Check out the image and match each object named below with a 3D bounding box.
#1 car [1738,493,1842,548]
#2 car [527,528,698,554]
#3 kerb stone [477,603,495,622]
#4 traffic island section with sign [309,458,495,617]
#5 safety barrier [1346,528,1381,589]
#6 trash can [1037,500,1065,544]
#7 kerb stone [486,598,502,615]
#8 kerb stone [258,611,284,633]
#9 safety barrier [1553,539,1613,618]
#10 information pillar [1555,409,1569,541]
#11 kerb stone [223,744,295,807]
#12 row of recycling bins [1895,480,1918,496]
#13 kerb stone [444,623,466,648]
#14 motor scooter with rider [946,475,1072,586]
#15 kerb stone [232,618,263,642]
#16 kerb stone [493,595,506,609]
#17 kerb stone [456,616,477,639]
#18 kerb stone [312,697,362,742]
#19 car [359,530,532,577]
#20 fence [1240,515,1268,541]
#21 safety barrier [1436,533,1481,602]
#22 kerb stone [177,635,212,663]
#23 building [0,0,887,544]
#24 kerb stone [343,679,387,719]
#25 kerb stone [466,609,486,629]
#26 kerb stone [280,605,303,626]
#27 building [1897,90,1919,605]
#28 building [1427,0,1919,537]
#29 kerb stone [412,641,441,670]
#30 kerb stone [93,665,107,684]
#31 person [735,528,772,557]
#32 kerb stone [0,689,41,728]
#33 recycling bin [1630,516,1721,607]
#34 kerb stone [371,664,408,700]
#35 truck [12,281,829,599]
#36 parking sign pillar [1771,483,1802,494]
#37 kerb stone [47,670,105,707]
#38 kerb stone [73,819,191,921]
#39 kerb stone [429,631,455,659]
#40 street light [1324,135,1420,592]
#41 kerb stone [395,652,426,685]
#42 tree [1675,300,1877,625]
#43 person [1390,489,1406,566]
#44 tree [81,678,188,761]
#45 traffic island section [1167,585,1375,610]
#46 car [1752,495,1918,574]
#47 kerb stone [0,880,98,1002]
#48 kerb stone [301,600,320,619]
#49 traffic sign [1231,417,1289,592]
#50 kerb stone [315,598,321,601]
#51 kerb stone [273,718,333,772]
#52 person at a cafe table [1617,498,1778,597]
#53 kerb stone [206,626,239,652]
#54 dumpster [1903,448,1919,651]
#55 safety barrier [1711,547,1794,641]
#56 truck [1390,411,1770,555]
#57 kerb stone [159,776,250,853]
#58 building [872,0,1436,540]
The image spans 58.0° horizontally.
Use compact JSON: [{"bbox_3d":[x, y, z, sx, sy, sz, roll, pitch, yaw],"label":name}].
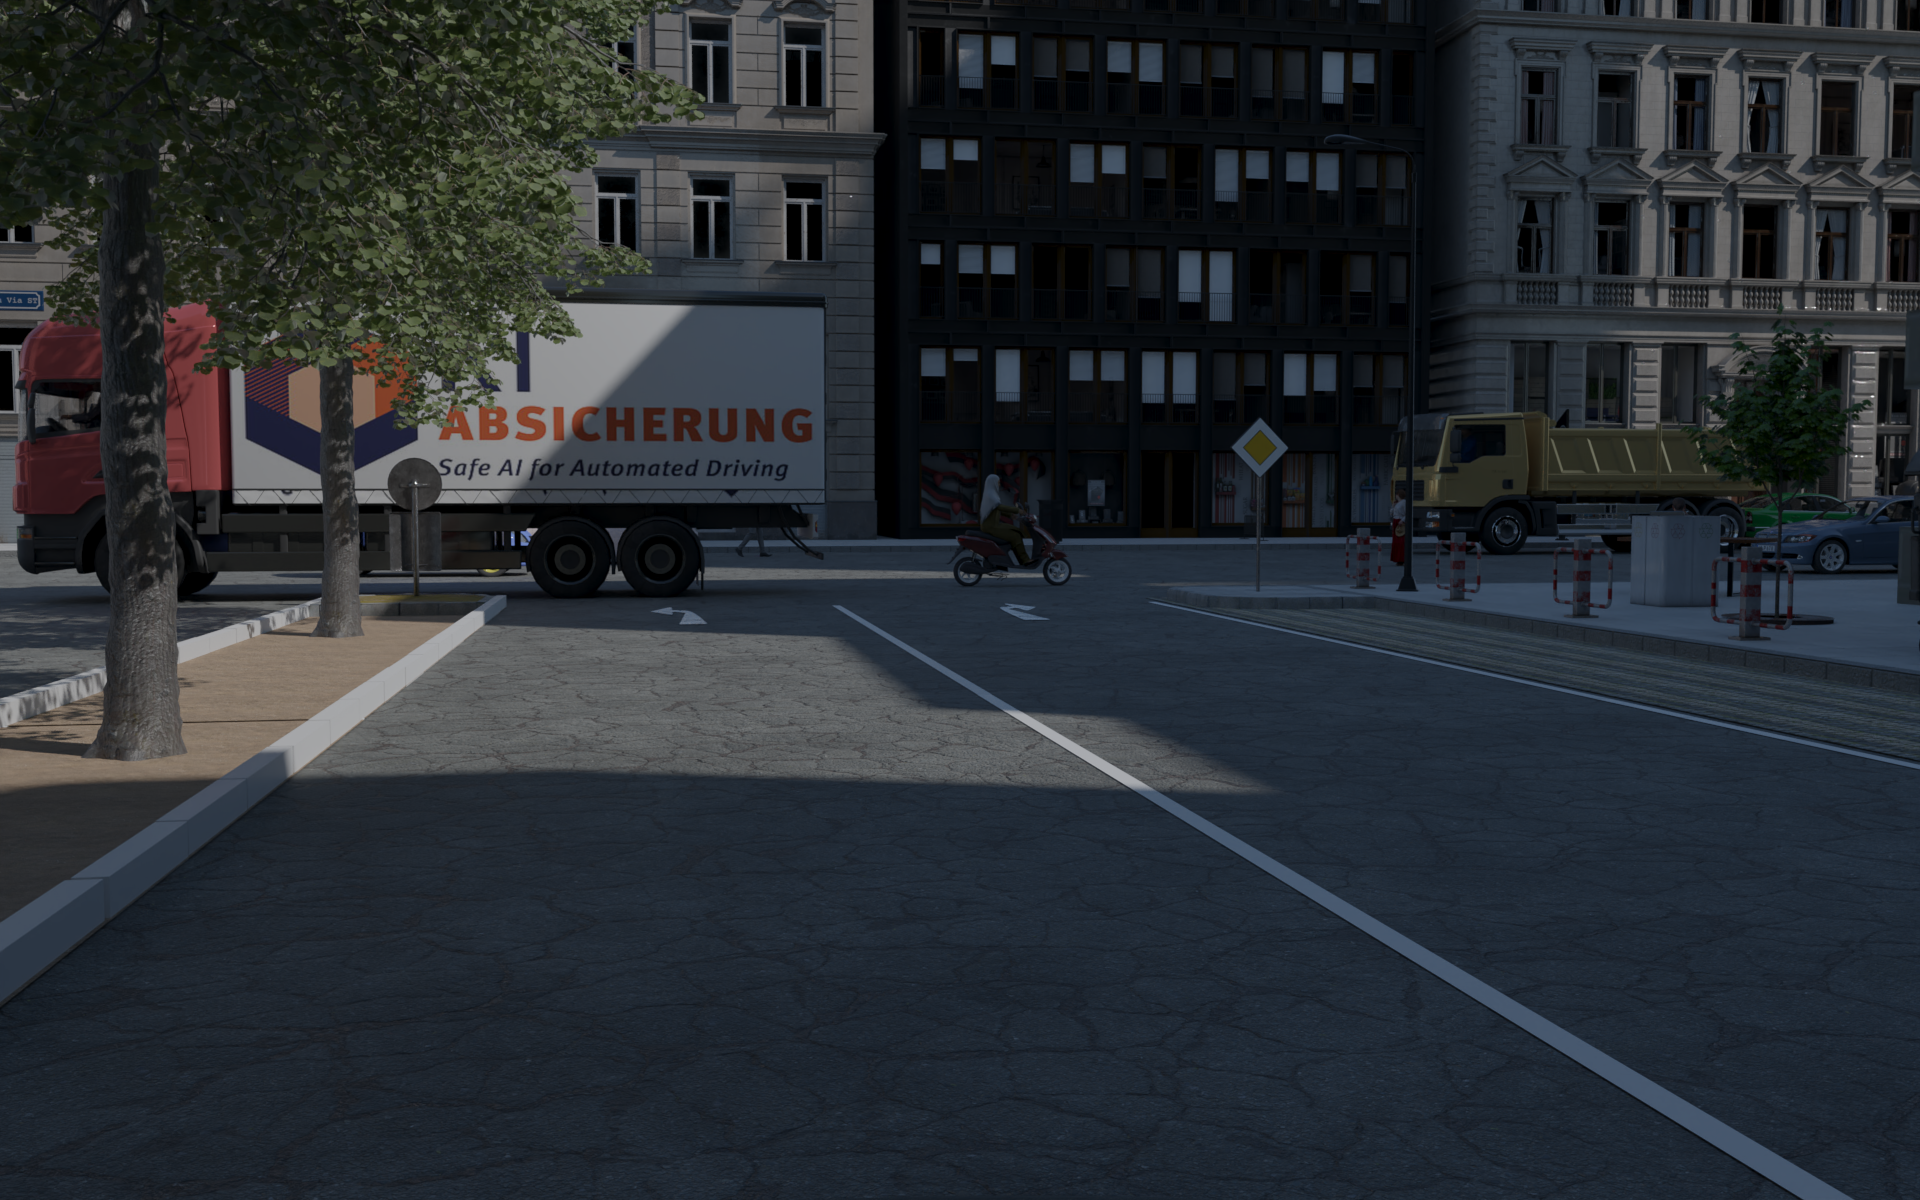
[{"bbox_3d":[22.097,-2.227,45.213,4.718,1.807,1.959,-1,4,-12],"label":"car"},{"bbox_3d":[-7.856,-1.433,35.795,4.827,1.381,2.083,-1,4,-9],"label":"car"},{"bbox_3d":[-5.352,0.170,19.417,0.120,0.150,1.000,-1,4,-10],"label":"kerb stone"},{"bbox_3d":[-6.735,-0.796,21.147,2.006,1.907,1.989,-1,4,-10],"label":"traffic island section with sign"},{"bbox_3d":[5.468,-0.564,23.490,0.300,0.817,1.120,-1,4,-10],"label":"safety barrier"},{"bbox_3d":[2.332,-2.013,44.564,0.748,1.137,0.748,0,3,0],"label":"trash can"},{"bbox_3d":[-5.534,0.108,20.427,0.120,0.150,1.000,-1,4,-10],"label":"kerb stone"},{"bbox_3d":[-7.241,0.253,18.062,0.120,0.150,1.000,-1,4,-10],"label":"kerb stone"},{"bbox_3d":[6.454,-0.226,17.970,0.300,0.817,1.120,-1,4,-10],"label":"safety barrier"},{"bbox_3d":[16.591,-3.451,47.785,0.183,3.616,0.504,-1,4,-21],"label":"information pillar"},{"bbox_3d":[-3.366,0.849,8.308,0.120,0.150,1.000,-1,4,-10],"label":"kerb stone"},{"bbox_3d":[29.921,-2.738,51.875,3.534,1.692,1.069,1,4,10],"label":"row of recycling bins"},{"bbox_3d":[-4.811,0.356,16.390,0.120,0.150,1.000,-1,4,-10],"label":"kerb stone"},{"bbox_3d":[0.778,-1.099,26.937,1.986,1.779,0.876,-1,4,-9],"label":"motor scooter with rider"},{"bbox_3d":[-7.065,0.315,17.052,0.120,0.150,1.000,-1,4,-10],"label":"kerb stone"},{"bbox_3d":[-5.719,0.046,21.441,0.120,0.150,1.000,-1,4,-10],"label":"kerb stone"},{"bbox_3d":[-4.995,0.295,17.399,0.120,0.150,1.000,-1,4,-10],"label":"kerb stone"},{"bbox_3d":[-3.727,0.726,10.331,0.120,0.150,1.000,-1,4,-10],"label":"kerb stone"},{"bbox_3d":[-9.313,-1.275,30.431,3.694,1.707,1.945,-1,4,-11],"label":"car"},{"bbox_3d":[8.193,-2.013,48.291,0.278,0.683,2.069,0,4,-6],"label":"fence"},{"bbox_3d":[5.960,-0.395,20.736,0.300,0.817,1.120,-1,4,-10],"label":"safety barrier"},{"bbox_3d":[-6.701,0.439,15.030,0.120,0.150,1.000,-1,4,-10],"label":"kerb stone"},{"bbox_3d":[-15.247,-15.522,51.043,25.104,27.353,12.463,-1,4,-10],"label":"building"},{"bbox_3d":[-3.910,0.664,11.339,0.120,0.150,1.000,-1,4,-10],"label":"kerb stone"},{"bbox_3d":[-5.174,0.232,18.408,0.120,0.150,1.000,-1,4,-10],"label":"kerb stone"},{"bbox_3d":[-7.424,0.191,19.072,0.120,0.150,1.000,-1,4,-10],"label":"kerb stone"},{"bbox_3d":[27.140,-9.960,7.888,27.650,21.520,28.899,-1,4,-10],"label":"building"},{"bbox_3d":[23.417,-13.948,56.925,19.941,23.489,11.050,-1,4,-10],"label":"building"},{"bbox_3d":[-4.449,0.480,14.365,0.120,0.150,1.000,-1,4,-10],"label":"kerb stone"},{"bbox_3d":[-6.342,0.562,13.009,0.120,0.150,1.000,-1,4,-10],"label":"kerb stone"},{"bbox_3d":[-4.704,-1.886,39.443,0.850,1.850,0.679,0,4,4],"label":"person"},{"bbox_3d":[-5.981,0.688,10.992,0.120,0.150,1.000,-1,4,-10],"label":"kerb stone"},{"bbox_3d":[8.243,-0.454,19.974,0.722,1.027,0.722,-1,4,-8],"label":"recycling bin"},{"bbox_3d":[-4.089,0.602,12.348,0.120,0.150,1.000,-1,4,-10],"label":"kerb stone"},{"bbox_3d":[-7.583,-2.162,24.259,11.283,4.237,2.839,-1,4,-11],"label":"truck"},{"bbox_3d":[24.386,-3.829,51.080,1.447,3.967,1.447,0,4,6],"label":"parking sign pillar"},{"bbox_3d":[-6.163,0.627,12.001,0.120,0.150,1.000,-1,4,-10],"label":"kerb stone"},{"bbox_3d":[-2.999,0.973,6.291,0.120,0.150,1.000,-1,4,-10],"label":"kerb stone"},{"bbox_3d":[-4.631,0.417,15.381,0.120,0.150,1.000,-1,4,-10],"label":"kerb stone"},{"bbox_3d":[5.391,-3.065,22.649,1.470,5.913,1.316,-1,4,-10],"label":"street light"},{"bbox_3d":[-4.265,0.543,13.358,0.120,0.150,1.000,-1,4,-10],"label":"kerb stone"},{"bbox_3d":[8.277,-1.399,17.475,1.663,3.219,1.824,0,3,0],"label":"tree"},{"bbox_3d":[8.791,-1.441,34.523,0.387,1.526,0.523,-1,4,-16],"label":"person"},{"bbox_3d":[-4.644,-5.437,9.474,7.486,12.596,7.792,0,3,0],"label":"tree"},{"bbox_3d":[3.940,-0.032,22.809,2.009,0.180,2.903,-1,4,-10],"label":"traffic island section"},{"bbox_3d":[16.856,-1.219,31.928,4.499,1.417,2.014,-1,4,-10],"label":"car"},{"bbox_3d":[-2.825,1.035,5.273,0.120,0.150,1.000,-1,4,-10],"label":"kerb stone"},{"bbox_3d":[-7.604,0.135,20.081,0.120,0.150,1.000,-1,4,-10],"label":"kerb stone"},{"bbox_3d":[3.918,-1.167,22.727,0.795,2.450,0.064,-1,4,-10],"label":"traffic sign"},{"bbox_3d":[-7.788,0.069,21.088,0.120,0.150,1.000,-1,4,-10],"label":"kerb stone"},{"bbox_3d":[-3.545,0.788,9.320,0.120,0.150,1.000,-1,4,-10],"label":"kerb stone"},{"bbox_3d":[9.208,-0.675,21.896,1.698,1.238,1.726,3,5,40],"label":"person at a cafe table"},{"bbox_3d":[-6.887,0.382,16.043,0.120,0.150,1.000,-1,4,-10],"label":"kerb stone"},{"bbox_3d":[8.245,-0.443,12.995,1.264,1.857,1.865,-1,4,-10],"label":"dumpster"},{"bbox_3d":[6.947,-0.058,15.218,0.300,0.817,1.120,-1,4,-10],"label":"safety barrier"},{"bbox_3d":[14.606,-2.821,42.045,9.791,3.379,3.469,-1,4,-12],"label":"truck"},{"bbox_3d":[-3.184,0.911,7.300,0.120,0.150,1.000,-1,4,-10],"label":"kerb stone"},{"bbox_3d":[5.025,-13.810,55.468,15.834,23.373,12.332,-1,4,-10],"label":"building"}]
